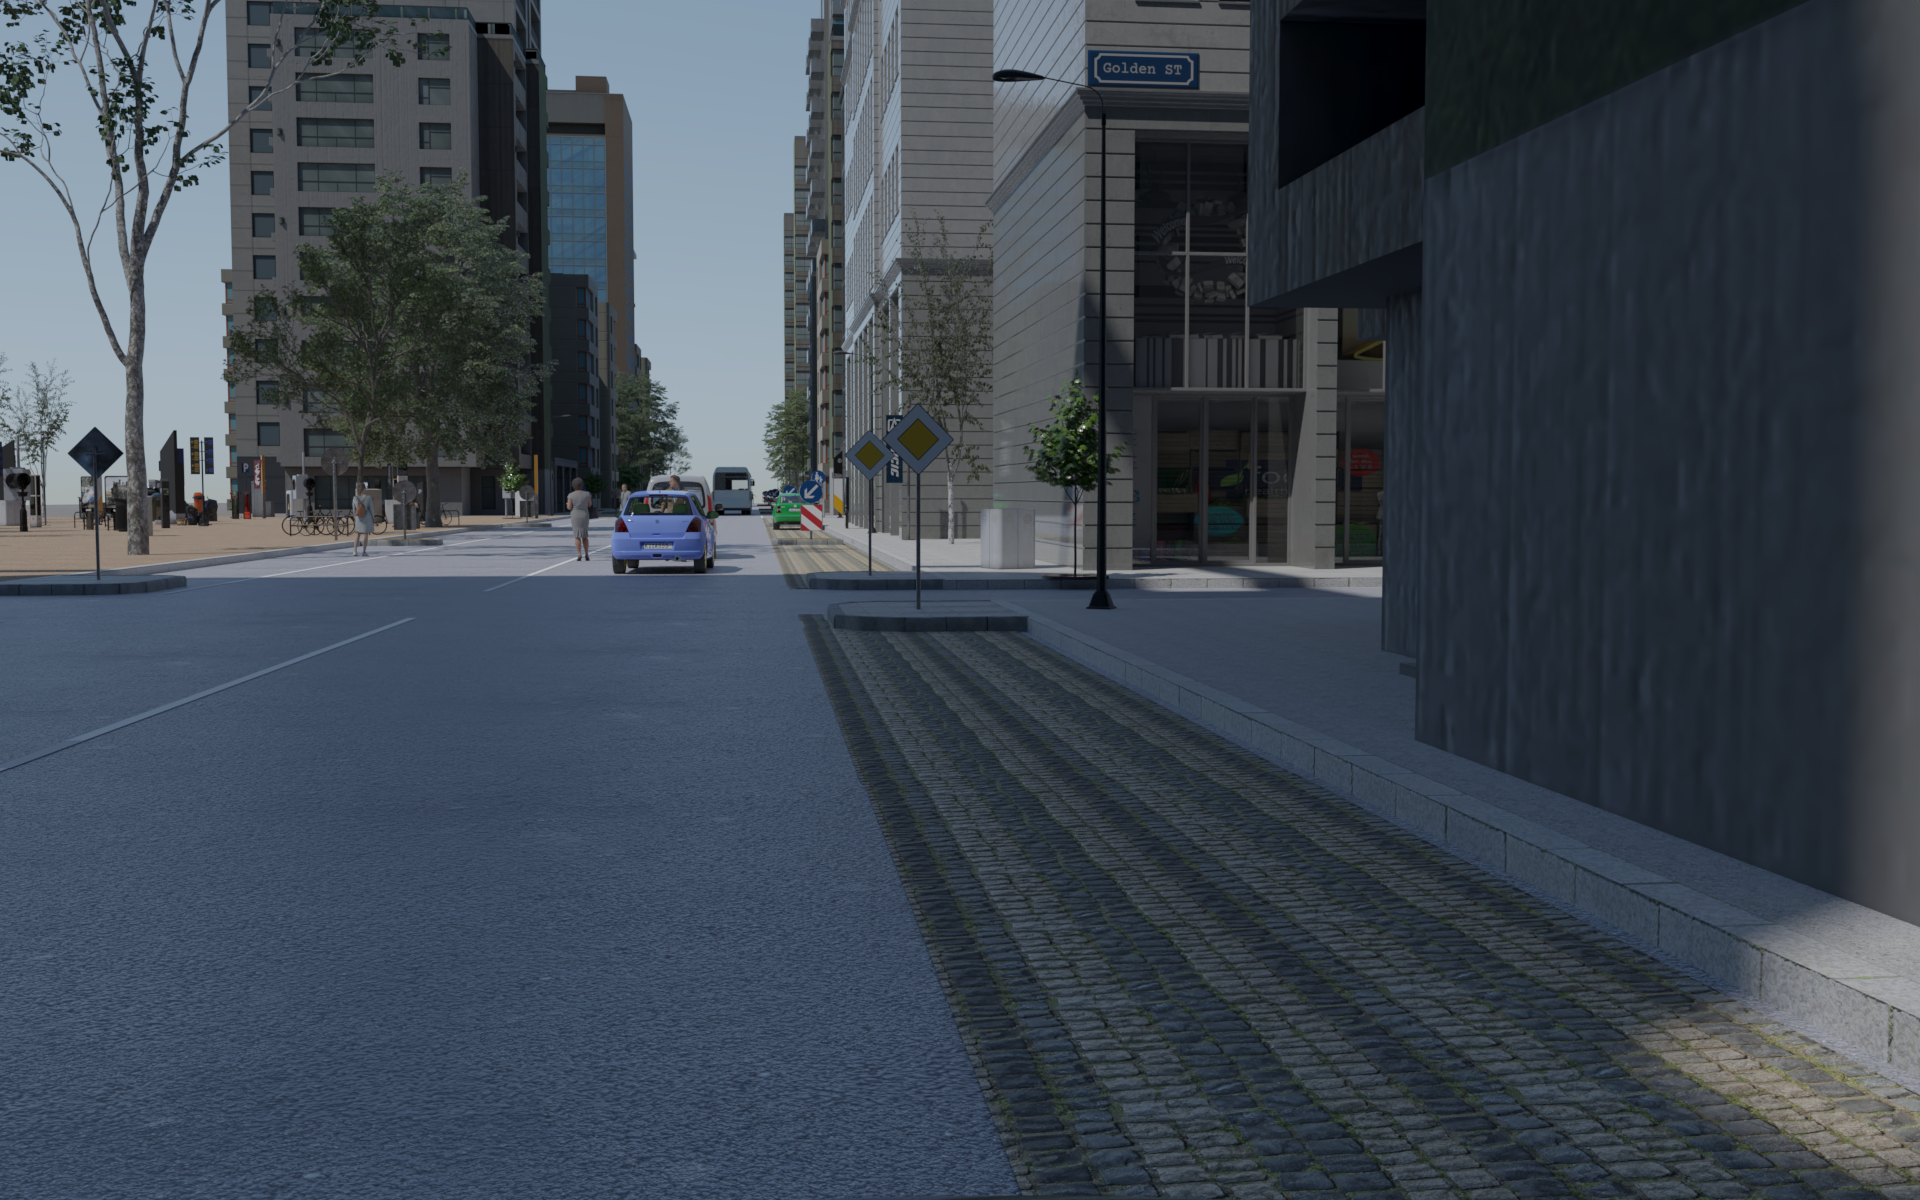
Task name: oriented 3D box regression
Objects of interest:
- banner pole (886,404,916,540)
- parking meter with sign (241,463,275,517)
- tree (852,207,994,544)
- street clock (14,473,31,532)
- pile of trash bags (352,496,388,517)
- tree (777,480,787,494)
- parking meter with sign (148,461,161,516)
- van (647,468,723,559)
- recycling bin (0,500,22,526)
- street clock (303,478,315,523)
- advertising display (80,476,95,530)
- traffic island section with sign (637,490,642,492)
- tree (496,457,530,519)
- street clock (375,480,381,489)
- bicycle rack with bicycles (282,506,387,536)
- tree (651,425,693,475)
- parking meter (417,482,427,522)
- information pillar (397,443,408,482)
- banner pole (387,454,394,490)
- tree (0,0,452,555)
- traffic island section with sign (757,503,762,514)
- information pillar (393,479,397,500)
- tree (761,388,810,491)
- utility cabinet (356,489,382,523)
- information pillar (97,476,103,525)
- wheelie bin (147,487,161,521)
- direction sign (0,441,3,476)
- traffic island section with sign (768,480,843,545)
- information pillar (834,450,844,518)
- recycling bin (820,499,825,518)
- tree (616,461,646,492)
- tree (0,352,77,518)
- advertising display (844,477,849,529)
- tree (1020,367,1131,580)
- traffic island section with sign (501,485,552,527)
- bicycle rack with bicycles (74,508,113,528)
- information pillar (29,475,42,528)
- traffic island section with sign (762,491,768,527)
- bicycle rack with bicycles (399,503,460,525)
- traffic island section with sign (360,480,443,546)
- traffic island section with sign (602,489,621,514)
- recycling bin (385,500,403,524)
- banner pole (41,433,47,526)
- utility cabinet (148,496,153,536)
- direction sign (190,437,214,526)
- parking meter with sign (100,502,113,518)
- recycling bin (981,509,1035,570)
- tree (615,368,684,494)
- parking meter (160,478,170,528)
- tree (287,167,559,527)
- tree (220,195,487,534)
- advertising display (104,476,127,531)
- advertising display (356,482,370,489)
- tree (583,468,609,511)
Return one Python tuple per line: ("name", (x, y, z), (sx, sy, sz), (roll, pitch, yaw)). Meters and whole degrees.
("banner pole", (-1.657, -3.556, 48.150), (0.863, 3.779, 0.401), (0, 4, -2))
("parking meter with sign", (-39.001, -6.122, 96.358), (1.738, 3.016, 0.543), (1, 4, 12))
("tree", (-0.368, -5.725, 43.972), (4.360, 8.622, 3.978), (0, 3, 0))
("street clock", (-31.813, -3.317, 58.803), (0.358, 2.002, 0.471), (2, 4, 35))
("pile of trash bags", (-32.905, -5.305, 96.483), (1.912, 1.369, 3.447), (-3, 4, -36))
("tree", (-22.456, -13.762, 219.614), (1.663, 3.219, 1.824), (0, 3, 0))
("parking meter with sign", (-42.332, -5.806, 91.192), (1.738, 3.016, 0.543), (2, 4, 35))
("van", (-6.411, -1.988, 39.522), (2.013, 2.044, 4.112), (-1, 4, -9))
("recycling bin", (-38.342, -3.511, 69.953), (0.722, 1.027, 0.722), (3, 4, 37))
("street clock", (-29.134, -4.466, 77.591), (0.358, 2.002, 0.471), (3, 4, 37))
("advertising display", (-31.128, -3.468, 61.923), (0.974, 1.923, 0.123), (3, 4, 37))
("traffic island section with sign", (-28.022, -8.770, 152.010), (1.989, 1.847, 2.006), (0, 4, -7))
("tree", (-23.256, -5.831, 89.937), (1.663, 3.219, 1.824), (0, 3, 0))
("street clock", (-29.142, -5.026, 86.742), (0.358, 2.002, 0.471), (-1, 4, -8))
("bicycle rack with bicycles", (-19.522, -2.449, 53.426), (2.925, 0.926, 2.852), (0, 4, 3))
("tree", (-43.718, -20.370, 258.810), (9.928, 11.665, 9.643), (0, 3, 0))
("parking meter", (-25.093, -4.590, 80.756), (0.399, 1.863, 0.255), (2, 4, 24))
("information pillar", (-25.323, -5.338, 78.632), (0.183, 3.616, 0.504), (3, 5, 42))
("banner pole", (-29.899, -6.176, 90.999), (0.401, 3.779, 0.863), (1, 4, 9))
("tree", (-17.514, -11.105, 37.464), (12.611, 20.169, 13.585), (0, 3, 0))
("traffic island section with sign", (-13.556, -7.180, 126.020), (1.989, 1.847, 2.006), (0, 4, -7))
("information pillar", (-27.137, -4.831, 83.486), (0.304, 2.012, 0.304), (-1, 4, -10))
("tree", (-17.689, -16.353, 185.504), (7.486, 12.596, 7.792), (0, 3, 0))
("utility cabinet", (-25.379, -4.020, 74.400), (0.318, 1.500, 1.173), (2, 4, 29))
("information pillar", (-35.778, -4.925, 71.881), (0.183, 3.616, 0.504), (0, 4, 1))
("wheelie bin", (-37.920, -4.491, 81.330), (0.980, 1.594, 0.693), (0, 3, 0))
("direction sign", (-41.174, -5.022, 74.101), (0.379, 3.537, 0.876), (0, 4, -2))
("traffic island section with sign", (-4.367, -2.488, 49.307), (1.989, 1.847, 2.006), (0, 4, -7))
("information pillar", (-6.503, -6.203, 92.776), (0.504, 3.616, 0.183), (0, 4, 6))
("recycling bin", (-7.763, -5.027, 94.742), (0.722, 1.027, 0.722), (0, 4, -6))
("tree", (-32.191, -11.272, 168.004), (4.285, 4.588, 4.351), (0, 3, 0))
("tree", (-49.580, -8.730, 93.093), (4.360, 8.622, 3.978), (0, 3, 0))
("advertising display", (-4.223, -3.630, 64.557), (0.123, 1.923, 0.974), (0, 4, -8))
("tree", (1.871, -1.942, 26.350), (1.663, 3.219, 1.824), (0, 3, 0))
("traffic island section with sign", (-18.848, -4.084, 75.409), (1.989, 1.847, 2.006), (0, 4, -7))
("bicycle rack with bicycles", (-32.221, -3.229, 66.168), (2.852, 0.926, 2.925), (1, 4, 11))
("information pillar", (-35.438, -3.784, 66.359), (0.304, 2.012, 0.304), (0, 4, 6))
("traffic island section with sign", (-7.577, -4.125, 76.071), (1.989, 1.847, 2.006), (0, 4, -7))
("bicycle rack with bicycles", (-22.125, -3.539, 71.252), (2.852, 0.926, 2.925), (2, 4, 26))
("traffic island section with sign", (-15.637, -2.448, 48.645), (1.989, 1.847, 2.006), (0, 4, -7))
("traffic island section with sign", (-24.792, -7.121, 125.057), (1.989, 1.847, 2.006), (0, 4, -7))
("recycling bin", (-24.449, -3.824, 75.068), (0.722, 1.027, 0.722), (0, 4, 0))
("banner pole", (-37.272, -4.924, 70.531), (0.401, 3.779, 0.863), (-2, 4, -34))
("utility cabinet", (-24.959, -2.552, 52.892), (0.306, 1.237, 1.020), (-3, 5, -40))
("direction sign", (-30.093, -4.699, 68.820), (0.876, 3.537, 0.379), (-1, 4, -8))
("parking meter with sign", (-45.389, -5.919, 93.030), (1.738, 3.016, 0.543), (-3, 4, -38))
("recycling bin", (0.824, -1.058, 29.859), (0.722, 1.027, 0.722), (-2, 4, -28))
("tree", (-33.059, -16.434, 175.353), (9.857, 13.997, 8.962), (0, 3, 0))
("parking meter", (-29.690, -3.607, 64.691), (0.255, 1.863, 0.399), (-2, 4, -35))
("tree", (-20.472, -9.782, 66.583), (9.857, 13.997, 8.962), (0, 3, 0))
("tree", (-19.220, -7.370, 54.906), (8.767, 10.594, 7.601), (-1, 4, -11))
("advertising display", (-29.455, -3.387, 60.597), (0.974, 1.923, 0.123), (1, 4, 12))
("advertising display", (-31.328, -5.241, 90.897), (0.974, 1.923, 0.123), (2, 4, 33))
("tree", (-27.649, -8.441, 132.617), (1.663, 3.219, 1.824), (0, 3, 0))
